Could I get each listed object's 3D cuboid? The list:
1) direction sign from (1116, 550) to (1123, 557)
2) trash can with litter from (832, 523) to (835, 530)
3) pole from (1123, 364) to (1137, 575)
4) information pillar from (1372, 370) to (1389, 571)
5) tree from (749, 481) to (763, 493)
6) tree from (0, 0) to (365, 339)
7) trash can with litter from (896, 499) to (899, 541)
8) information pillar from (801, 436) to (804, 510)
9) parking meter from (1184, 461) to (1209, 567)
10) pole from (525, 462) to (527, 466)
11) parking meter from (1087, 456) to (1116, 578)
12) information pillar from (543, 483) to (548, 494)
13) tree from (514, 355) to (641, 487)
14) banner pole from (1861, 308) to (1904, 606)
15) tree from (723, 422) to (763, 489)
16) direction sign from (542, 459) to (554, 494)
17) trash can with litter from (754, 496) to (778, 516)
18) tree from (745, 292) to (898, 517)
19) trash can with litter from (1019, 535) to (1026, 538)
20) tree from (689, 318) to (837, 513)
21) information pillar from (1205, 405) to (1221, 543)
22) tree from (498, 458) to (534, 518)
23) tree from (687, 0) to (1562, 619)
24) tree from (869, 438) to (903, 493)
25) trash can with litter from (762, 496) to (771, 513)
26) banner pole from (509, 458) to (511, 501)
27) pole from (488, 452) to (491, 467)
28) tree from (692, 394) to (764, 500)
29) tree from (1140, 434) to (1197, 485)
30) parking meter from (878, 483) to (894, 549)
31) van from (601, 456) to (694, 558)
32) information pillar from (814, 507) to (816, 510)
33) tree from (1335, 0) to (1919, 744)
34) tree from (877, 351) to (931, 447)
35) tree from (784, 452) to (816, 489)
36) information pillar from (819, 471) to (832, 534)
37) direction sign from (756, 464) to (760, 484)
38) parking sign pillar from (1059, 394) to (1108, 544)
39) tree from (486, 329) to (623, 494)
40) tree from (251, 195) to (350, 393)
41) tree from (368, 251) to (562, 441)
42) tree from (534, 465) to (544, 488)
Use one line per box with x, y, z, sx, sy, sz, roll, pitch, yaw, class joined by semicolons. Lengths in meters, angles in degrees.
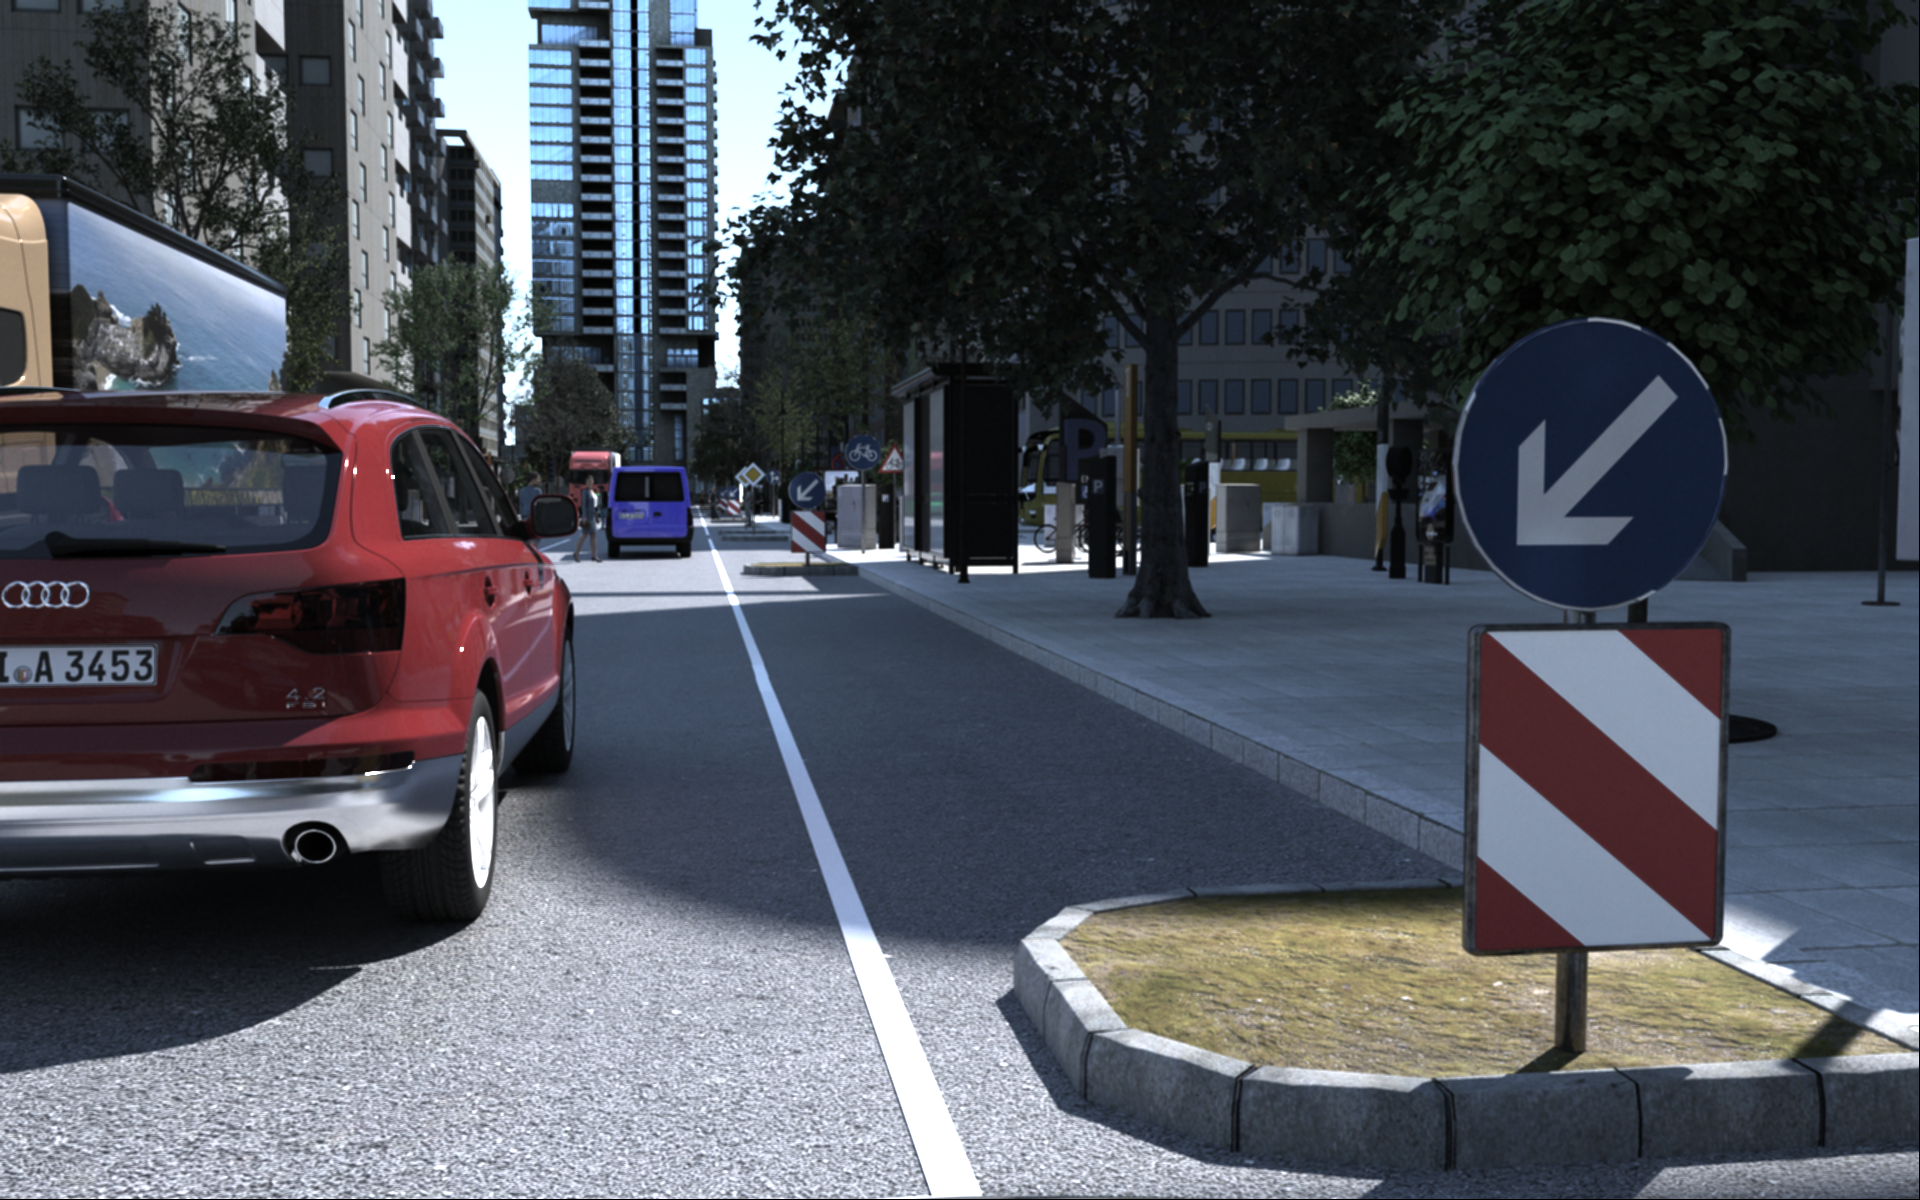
3.394;-2.663;35.532;0.379;3.537;0.876;0;4;4;direction sign
-4.372;-3.153;62.603;1.678;1.210;2.233;1;4;13;trash can with litter
2.687;-2.049;27.345;0.158;3.312;0.155;0;3;0;pole
7.018;-2.290;28.797;0.183;3.616;0.504;0;4;1;information pillar
-17.320;-9.184;144.757;1.663;3.219;1.824;0;3;0;tree
-14.995;-5.973;32.065;8.767;10.594;7.601;0;4;0;tree
-1.562;-2.162;46.739;0.624;1.170;1.055;3;5;44;trash can with litter
-6.135;-4.664;67.608;0.183;3.616;0.504;0;4;-4;information pillar
4.168;-1.518;30.535;0.399;1.863;0.255;-3;5;-39;parking meter
-27.975;-7.212;111.752;0.158;3.312;0.155;0;3;0;pole
2.166;-1.269;26.463;0.399;1.863;0.255;3;4;38;parking meter
-27.118;-6.666;113.474;0.304;2.012;0.304;-2;4;-34;information pillar
-31.558;-13.718;141.290;9.611;12.733;9.660;0;3;0;tree
10.873;-1.837;20.045;0.863;3.779;0.401;-2;4;-26;banner pole
-20.808;-13.280;167.497;4.360;8.622;3.978;0;3;0;tree
-26.497;-7.302;111.390;0.876;3.537;0.379;1;4;19;direction sign
-11.015;-5.511;101.164;2.233;1.210;1.678;-1;4;-22;trash can with litter
-3.378;-6.064;49.503;4.737;8.622;4.395;0;3;0;tree
1.185;-2.477;51.563;1.678;1.210;2.233;-2;4;-26;trash can with litter
-13.584;-12.842;120.343;12.009;13.543;11.850;0;3;0;tree
6.644;-3.319;45.617;0.183;3.616;0.504;-3;5;-40;information pillar
-24.101;-6.047;93.464;1.663;3.219;1.824;0;3;0;tree
2.010;-6.168;17.853;9.611;12.733;9.660;0;3;0;tree
-3.821;-7.168;100.915;4.285;4.588;4.351;0;3;0;tree
-13.092;-6.565;118.731;1.055;1.170;0.624;2;4;34;trash can with litter
-30.721;-7.876;118.782;0.401;3.779;0.863;1;4;11;banner pole
-22.843;-5.524;84.156;0.158;3.312;0.155;0;3;0;pole
-23.278;-15.310;176.078;9.928;11.665;9.643;0;3;0;tree
5.677;-3.199;46.907;1.663;3.219;1.824;0;3;0;tree
-1.729;-1.972;40.655;0.372;1.533;0.369;0;3;0;parking meter
-7.333;-2.225;40.756;2.240;2.365;5.245;-1;4;-11;van
-5.332;-3.716;65.246;0.304;2.012;0.304;-1;4;-11;information pillar
3.646;-1.575;9.471;4.285;4.588;4.351;0;3;0;tree
-2.273;-8.292;85.942;4.360;8.622;3.978;0;3;0;tree
-6.466;-4.773;72.645;1.663;3.219;1.824;0;3;0;tree
-4.288;-3.099;55.154;0.304;2.012;0.304;3;5;44;information pillar
-15.241;-8.387;129.119;0.876;3.537;0.379;3;4;38;direction sign
3.256;-3.463;45.092;1.447;3.967;1.447;-1;4;-16;parking sign pillar
-29.964;-13.339;128.457;12.009;13.543;11.850;0;3;0;tree
-16.871;-5.645;42.652;4.737;8.622;4.395;0;3;0;tree
-20.956;-9.019;73.215;9.928;11.665;9.643;0;3;0;tree
-24.407;-6.285;97.369;1.663;3.219;1.824;0;3;0;tree
